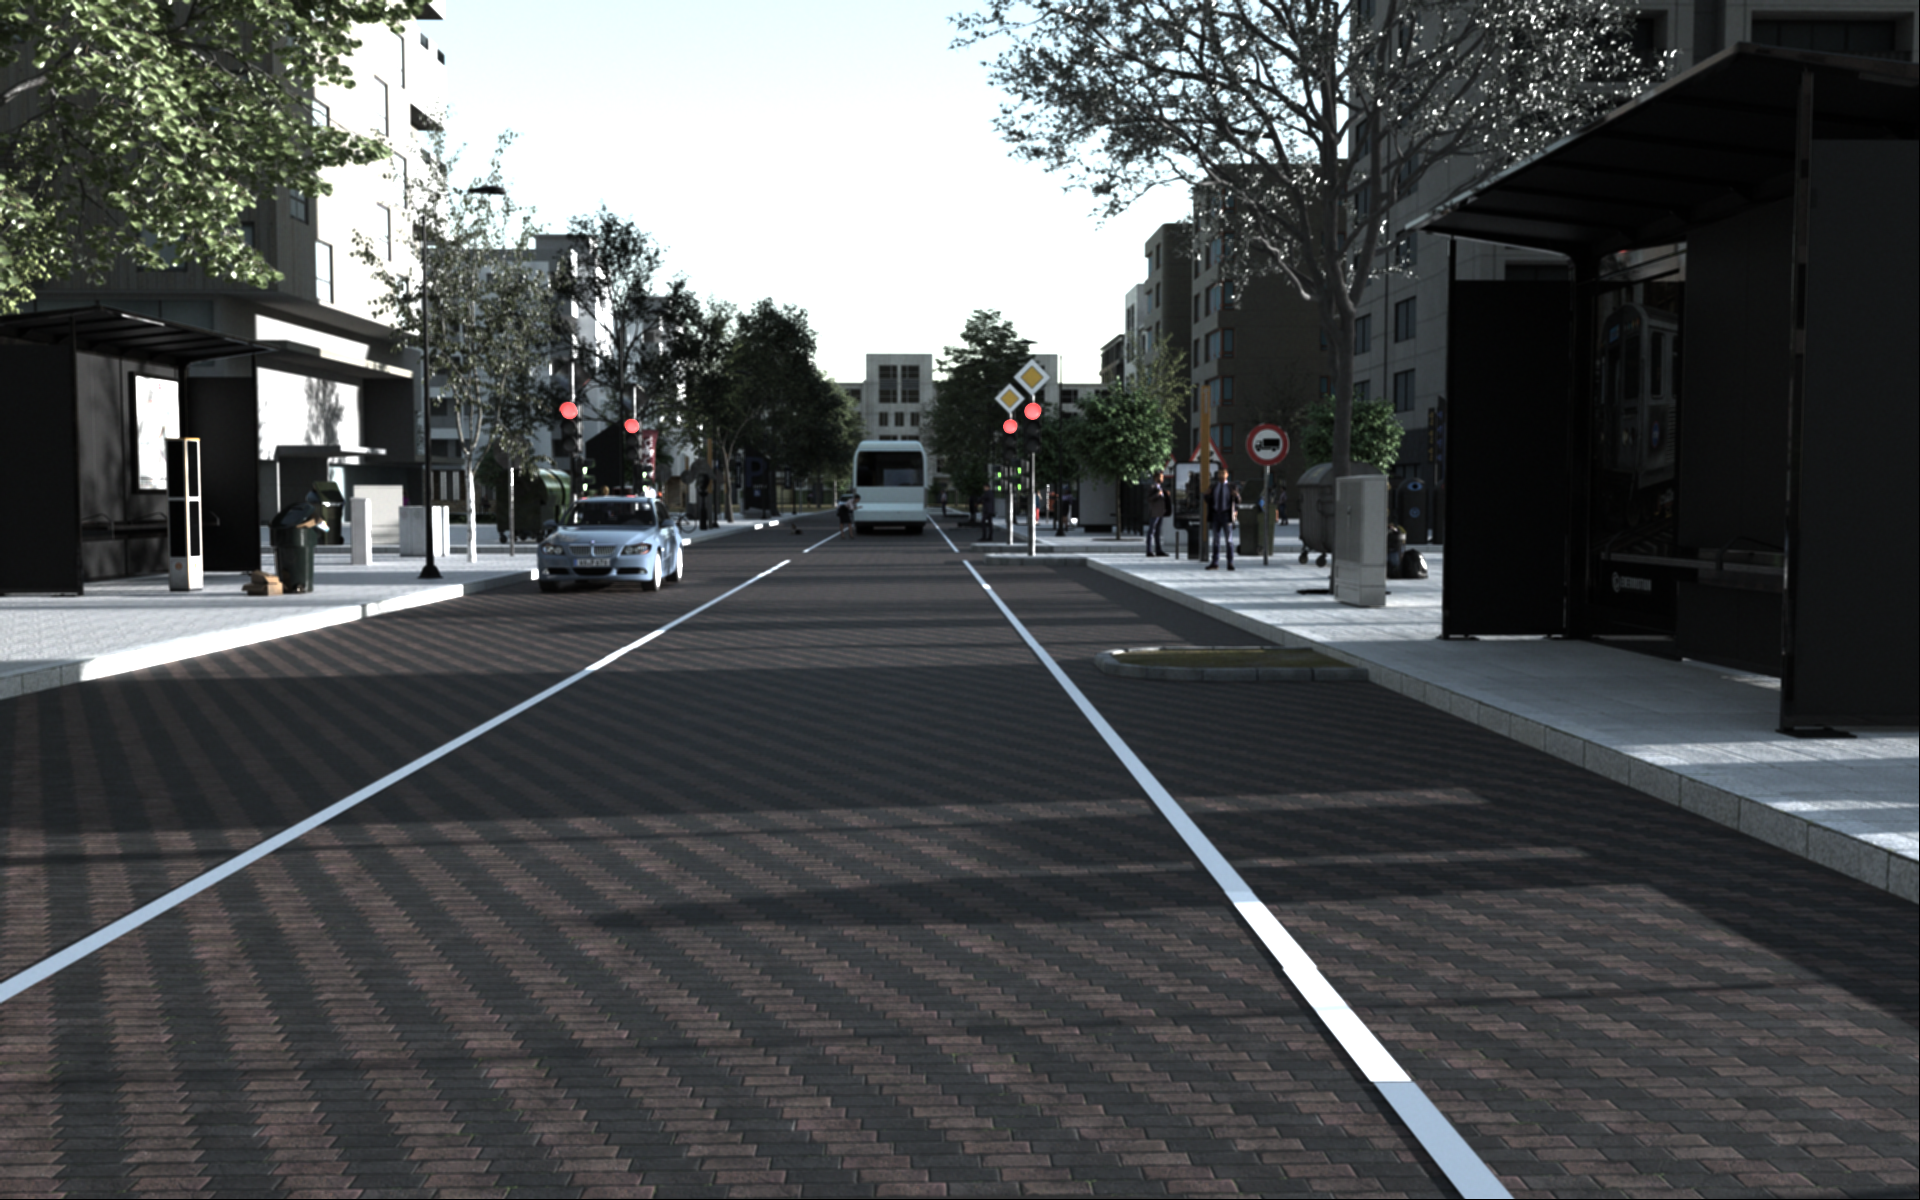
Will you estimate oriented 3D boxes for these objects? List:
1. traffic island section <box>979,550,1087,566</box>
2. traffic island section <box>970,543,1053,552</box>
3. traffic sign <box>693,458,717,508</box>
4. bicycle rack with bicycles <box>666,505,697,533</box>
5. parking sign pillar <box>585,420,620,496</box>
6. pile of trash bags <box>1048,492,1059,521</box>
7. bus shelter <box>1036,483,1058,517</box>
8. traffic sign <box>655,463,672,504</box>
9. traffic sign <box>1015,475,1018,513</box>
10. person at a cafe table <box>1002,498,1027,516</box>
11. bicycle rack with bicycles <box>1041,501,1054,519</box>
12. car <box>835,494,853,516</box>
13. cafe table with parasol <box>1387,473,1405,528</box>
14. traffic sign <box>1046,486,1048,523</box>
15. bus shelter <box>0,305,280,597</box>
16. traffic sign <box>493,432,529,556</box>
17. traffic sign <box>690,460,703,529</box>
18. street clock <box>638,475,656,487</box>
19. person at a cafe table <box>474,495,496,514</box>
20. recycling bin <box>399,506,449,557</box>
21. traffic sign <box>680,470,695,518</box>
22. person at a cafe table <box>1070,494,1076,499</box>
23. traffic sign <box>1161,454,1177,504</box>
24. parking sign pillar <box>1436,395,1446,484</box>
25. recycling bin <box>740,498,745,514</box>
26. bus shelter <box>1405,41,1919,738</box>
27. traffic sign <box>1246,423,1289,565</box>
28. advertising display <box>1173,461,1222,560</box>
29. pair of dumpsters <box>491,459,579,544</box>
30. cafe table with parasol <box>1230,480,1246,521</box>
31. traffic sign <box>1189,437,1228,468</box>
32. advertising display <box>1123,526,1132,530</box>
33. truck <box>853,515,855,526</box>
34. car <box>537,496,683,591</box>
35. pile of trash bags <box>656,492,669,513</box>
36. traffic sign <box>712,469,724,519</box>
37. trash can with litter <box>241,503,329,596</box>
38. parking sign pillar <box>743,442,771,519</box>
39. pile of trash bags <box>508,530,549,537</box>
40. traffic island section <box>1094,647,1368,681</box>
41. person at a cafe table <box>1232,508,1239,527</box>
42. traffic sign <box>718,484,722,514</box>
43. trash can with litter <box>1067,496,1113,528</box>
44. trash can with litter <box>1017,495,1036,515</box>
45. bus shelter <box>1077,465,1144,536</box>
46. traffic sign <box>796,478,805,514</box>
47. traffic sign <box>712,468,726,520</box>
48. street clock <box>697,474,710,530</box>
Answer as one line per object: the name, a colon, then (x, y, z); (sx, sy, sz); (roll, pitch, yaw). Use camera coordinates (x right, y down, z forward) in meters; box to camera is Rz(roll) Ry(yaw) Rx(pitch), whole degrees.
traffic island section: (1.507, -0.840, 36.021); (2.009, 0.180, 2.903); (0, 4, -2)
traffic island section: (1.278, -1.329, 44.003); (2.009, 0.180, 2.903); (0, 4, -2)
traffic sign: (-9.248, -3.842, 62.823); (0.884, 2.594, 0.081); (0, 4, -1)
bicycle rack with bicycles: (-10.460, -2.653, 56.758); (2.925, 0.926, 2.852); (1, 4, 20)
parking sign pillar: (-12.568, -4.448, 61.196); (1.447, 3.967, 1.447); (-1, 4, -13)
pile of trash bags: (5.244, -4.509, 83.479); (1.912, 1.369, 3.447); (-2, 4, -33)
bus shelter: (5.019, -6.270, 96.431); (2.014, 3.302, 5.546); (0, 4, -2)
traffic sign: (-12.386, -4.405, 72.120); (0.768, 2.556, 0.104); (0, 4, -1)
traffic sign: (3.741, -6.926, 113.352); (0.768, 2.556, 0.104); (0, 4, 2)
person at a cafe table: (3.369, -5.551, 101.618); (1.726, 1.238, 1.698); (1, 4, 8)
bicycle rack with bicycles: (5.236, -4.632, 89.107); (2.925, 0.926, 2.852); (-3, 5, -43)
car: (-7.177, -6.232, 113.895); (2.014, 1.417, 4.499); (0, 4, -1)
cafe table with parasol: (13.693, -3.064, 54.961); (2.610, 1.966, 2.610); (-2, 4, -24)
traffic sign: (3.820, -4.625, 75.716); (0.768, 2.556, 0.104); (0, 4, 1)
bus shelter: (-11.605, -2.039, 24.621); (1.731, 3.624, 6.357); (0, 4, -2)
traffic sign: (-9.287, -2.185, 35.830); (0.768, 2.556, 0.104); (0, 4, 5)
traffic sign: (-9.602, -3.908, 63.996); (0.768, 2.556, 0.104); (0, 4, 4)
street clock: (-8.899, -2.731, 49.216); (0.471, 2.002, 0.358); (2, 4, 28)
person at a cafe table: (-29.621, -5.988, 108.765); (1.698, 1.238, 1.726); (-2, 4, -34)
recycling bin: (-11.031, -1.413, 35.650); (0.722, 1.027, 0.722); (2, 4, 26)
traffic sign: (-14.316, -5.562, 91.041); (0.768, 2.556, 0.104); (0, 4, 0)
person at a cafe table: (7.022, -6.572, 115.965); (1.622, 1.524, 1.698); (-3, 5, -40)
traffic sign: (6.815, -3.412, 55.788); (0.884, 2.594, 0.081); (0, 4, 5)
parking sign pillar: (13.687, -3.591, 47.189); (1.447, 3.967, 1.447); (0, 4, 4)
recycling bin: (-13.687, -6.017, 110.938); (0.722, 1.027, 0.722); (0, 4, 3)
bus shelter: (4.822, -1.277, 12.164); (1.731, 3.624, 6.357); (0, 4, -1)
traffic sign: (5.516, -1.900, 31.163); (0.768, 2.556, 0.104); (0, 4, 0)
advertising display: (4.656, -1.757, 33.940); (0.974, 1.923, 0.123); (2, 4, 30)
pair of dumpsters: (-11.496, -2.716, 46.895); (1.574, 2.255, 4.437); (0, 4, -1)
cafe table with parasol: (13.541, -4.843, 84.053); (2.610, 1.966, 2.610); (1, 4, 10)
traffic sign: (5.104, -2.197, 35.919); (0.884, 2.594, 0.081); (0, 4, 5)
advertising display: (5.945, -3.444, 61.531); (0.123, 1.923, 0.974); (-1, 4, -11)
truck: (-3.488, -5.782, 84.293); (2.967, 4.110, 18.799); (0, 4, 0)
car: (-5.388, -0.921, 27.061); (2.014, 1.417, 4.499); (0, 4, -3)
pile of trash bags: (-13.690, -4.107, 76.904); (1.912, 1.369, 3.447); (0, 4, 1)
traffic sign: (-12.153, -5.360, 87.647); (0.884, 2.594, 0.081); (0, 4, 2)
trash can with litter: (-8.651, -0.660, 22.181); (0.624, 1.170, 1.055); (1, 4, 18)
parking sign pillar: (-10.569, -6.223, 90.225); (1.447, 3.967, 1.447); (0, 4, -4)
pile of trash bags: (-12.594, -2.657, 53.188); (1.912, 1.369, 3.447); (0, 4, 1)
traffic island section: (2.134, 0.525, 14.284); (1.991, 0.108, 1.994); (0, 4, -2)
person at a cafe table: (10.179, -3.486, 67.858); (1.726, 1.238, 1.698); (2, 4, 35)
traffic sign: (-15.230, -6.655, 108.910); (0.768, 2.556, 0.104); (0, 4, -1)
trash can with litter: (4.901, -3.382, 66.350); (2.233, 1.210, 1.678); (-1, 4, -17)
trash can with litter: (3.937, -6.351, 114.890); (2.233, 1.210, 1.678); (3, 4, 37)
bus shelter: (4.770, -3.755, 55.323); (2.014, 3.302, 5.546); (0, 4, -2)
traffic sign: (-10.336, -6.728, 112.126); (0.606, 2.300, 0.079); (0, 4, 5)
traffic sign: (-11.854, -5.168, 84.493); (0.884, 2.594, 0.081); (0, 4, 5)
street clock: (-9.096, -3.478, 61.432); (0.358, 2.002, 0.471); (-3, 5, -40)
